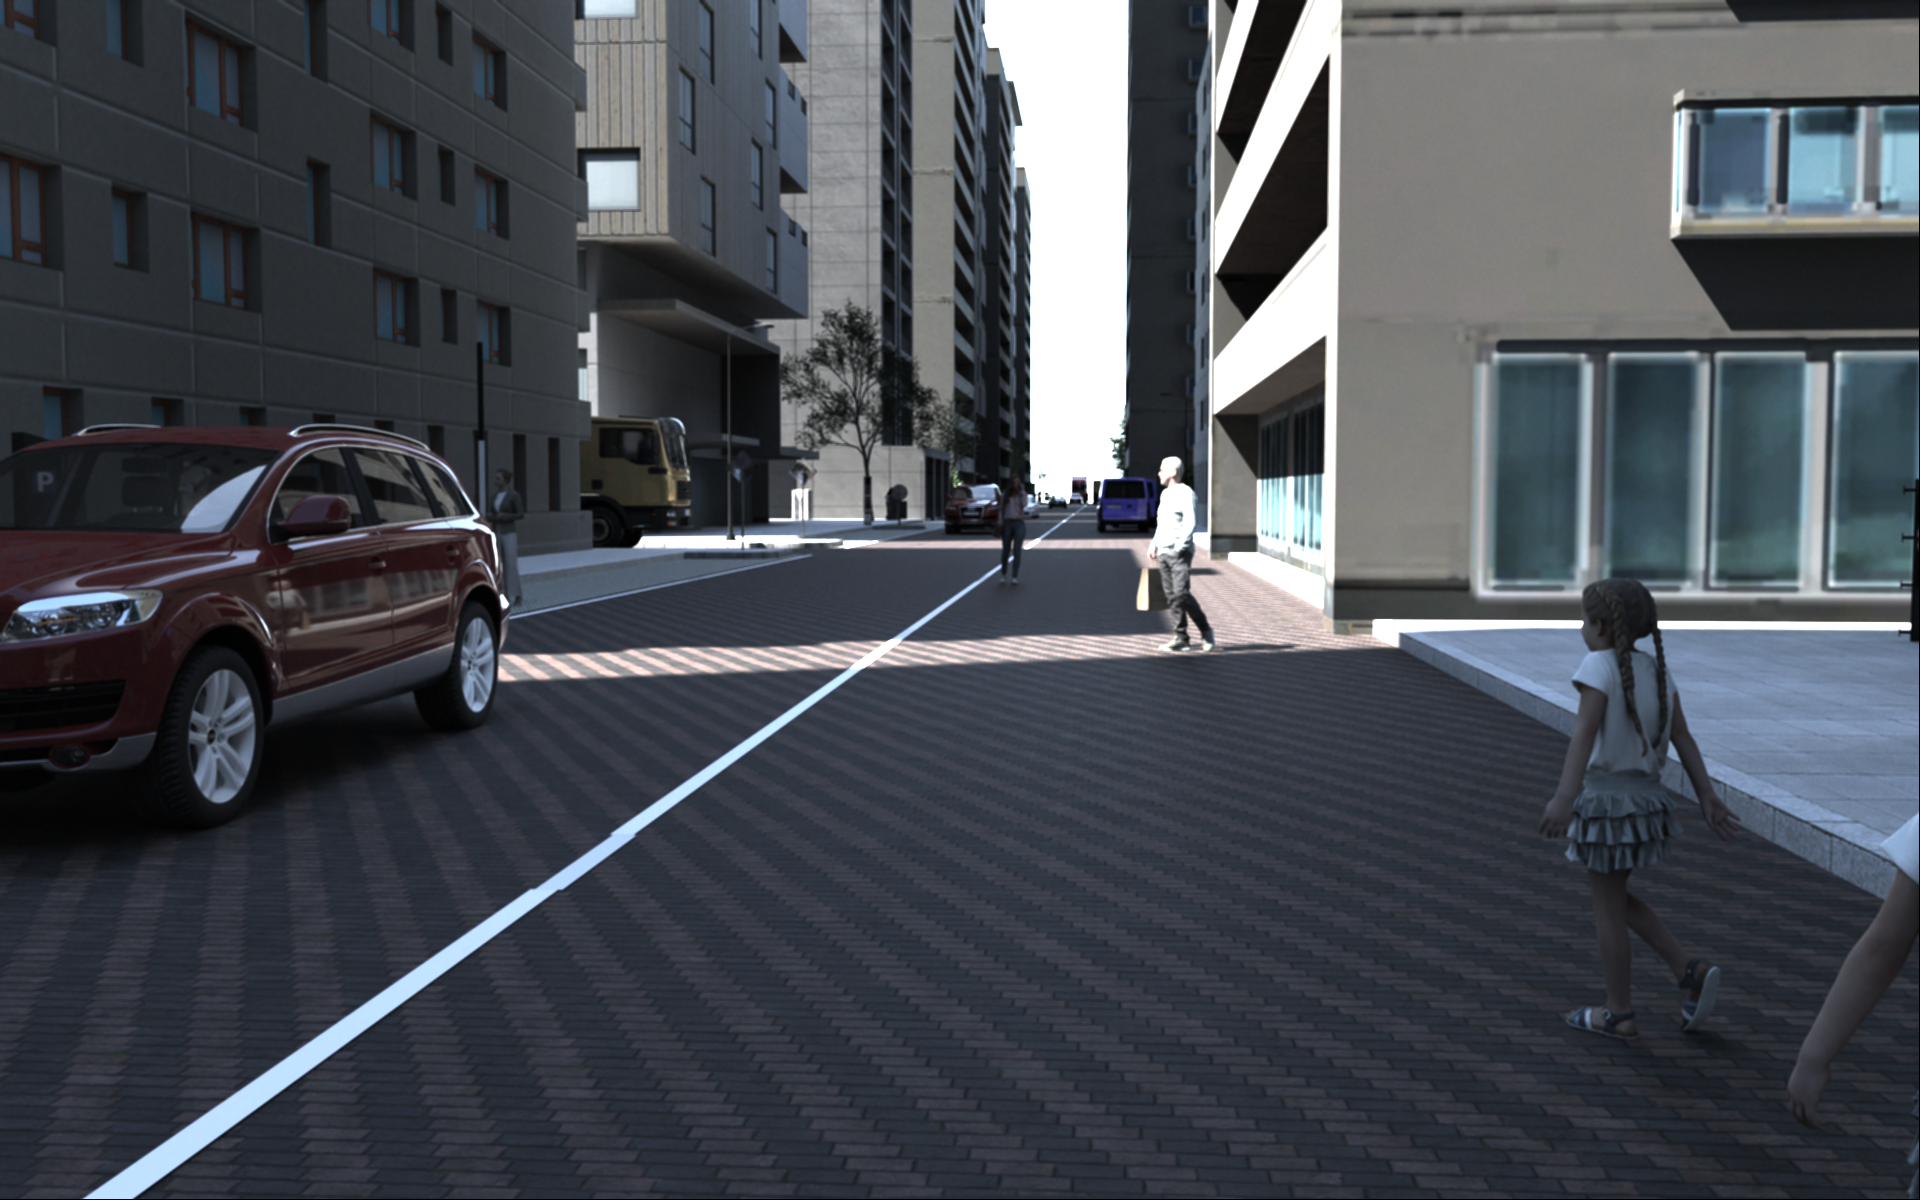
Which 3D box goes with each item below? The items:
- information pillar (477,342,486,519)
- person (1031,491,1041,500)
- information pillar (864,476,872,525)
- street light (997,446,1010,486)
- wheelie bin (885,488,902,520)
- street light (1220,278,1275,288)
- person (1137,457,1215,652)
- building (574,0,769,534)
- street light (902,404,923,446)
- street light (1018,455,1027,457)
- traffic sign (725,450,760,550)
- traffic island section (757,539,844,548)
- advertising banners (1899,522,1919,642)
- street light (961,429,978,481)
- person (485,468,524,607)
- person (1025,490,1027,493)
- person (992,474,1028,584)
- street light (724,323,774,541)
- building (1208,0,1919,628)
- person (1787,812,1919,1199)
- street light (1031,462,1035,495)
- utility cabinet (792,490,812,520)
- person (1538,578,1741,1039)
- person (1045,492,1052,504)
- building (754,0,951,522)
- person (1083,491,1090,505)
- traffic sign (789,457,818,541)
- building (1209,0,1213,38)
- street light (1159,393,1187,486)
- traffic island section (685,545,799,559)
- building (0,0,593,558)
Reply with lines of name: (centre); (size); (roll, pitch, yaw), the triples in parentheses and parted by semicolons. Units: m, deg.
information pillar: (-7.444, -2.178, 26.960); (0.183, 3.616, 0.504); (-1, 4, -14)
person: (8.512, -11.484, 196.405); (1.348, 1.807, 0.705); (-2, 4, -23)
information pillar: (-3.804, -4.086, 71.305); (0.304, 2.012, 0.304); (-1, 4, -9)
street light: (4.089, -11.822, 165.829); (1.470, 5.913, 1.316); (0, 4, 5)
wheelie bin: (-3.239, -4.767, 85.841); (0.693, 1.594, 0.980); (3, 4, 36)
street light: (6.291, -3.963, 37.334); (1.470, 5.913, 1.316); (0, 4, 5)
person: (1.980, -0.424, 15.924); (0.515, 1.767, 0.782); (-1, 4, -22)
building: (-20.599, -28.932, 62.272); (28.713, 52.752, 27.495); (0, 4, 5)
street light: (-2.406, -7.138, 89.252); (1.470, 5.913, 1.316); (0, 4, 5)
street light: (7.316, -14.318, 206.637); (1.470, 5.913, 1.316); (0, 4, 5)
traffic sign: (-4.937, -2.184, 39.343); (0.795, 2.450, 0.064); (0, 4, 5)
traffic island section: (-4.307, -1.534, 47.365); (2.009, 0.180, 2.903); (0, 4, 5)
advertising banners: (9.123, -1.124, 14.564); (2.074, 3.025, 0.090); (2, 4, 26)
street light: (0.624, -9.275, 124.193); (1.470, 5.913, 1.316); (0, 4, 5)
person: (-5.822, -0.794, 22.024); (0.519, 1.759, 0.362); (2, 4, 25)
person: (6.710, -10.268, 176.343); (1.348, 1.831, 0.705); (-3, 4, -38)
person: (0.816, -1.143, 27.779); (0.593, 1.750, 0.643); (0, 4, 8)
street light: (-5.753, -4.573, 47.307); (1.470, 5.913, 1.316); (0, 4, 5)
building: (15.278, -24.590, 25.747); (21.300, 48.544, 21.600); (0, 4, 5)
person: (1.362, 0.689, 2.256); (0.505, 1.210, 0.382); (1, 4, 22)
street light: (10.765, -16.865, 248.275); (1.470, 5.913, 1.316); (0, 4, 5)
utility cabinet: (-7.876, -4.745, 86.266); (1.173, 1.500, 0.318); (3, 5, 43)
person: (1.744, 0.550, 4.515); (0.505, 1.210, 0.382); (-3, 4, -36)
person: (13.056, -14.915, 253.176); (1.217, 1.723, 0.721); (1, 4, 23)
building: (-11.120, -40.292, 97.026); (20.563, 71.187, 20.611); (0, 4, 5)
person: (16.474, -13.154, 223.581); (1.348, 1.822, 0.705); (3, 4, 36)
traffic sign: (-4.283, -2.670, 47.302); (0.795, 2.450, 0.064); (0, 4, 5)
building: (19.338, -26.501, 83.399); (14.600, 45.320, 14.200); (0, 4, 5)
street light: (9.809, -6.536, 79.408); (1.470, 5.913, 1.316); (0, 4, 5)
traffic island section: (-4.961, -1.047, 39.407); (2.009, 0.180, 2.903); (0, 4, 5)
building: (-24.048, -11.126, 26.958); (28.899, 21.520, 27.650); (0, 4, 5)
